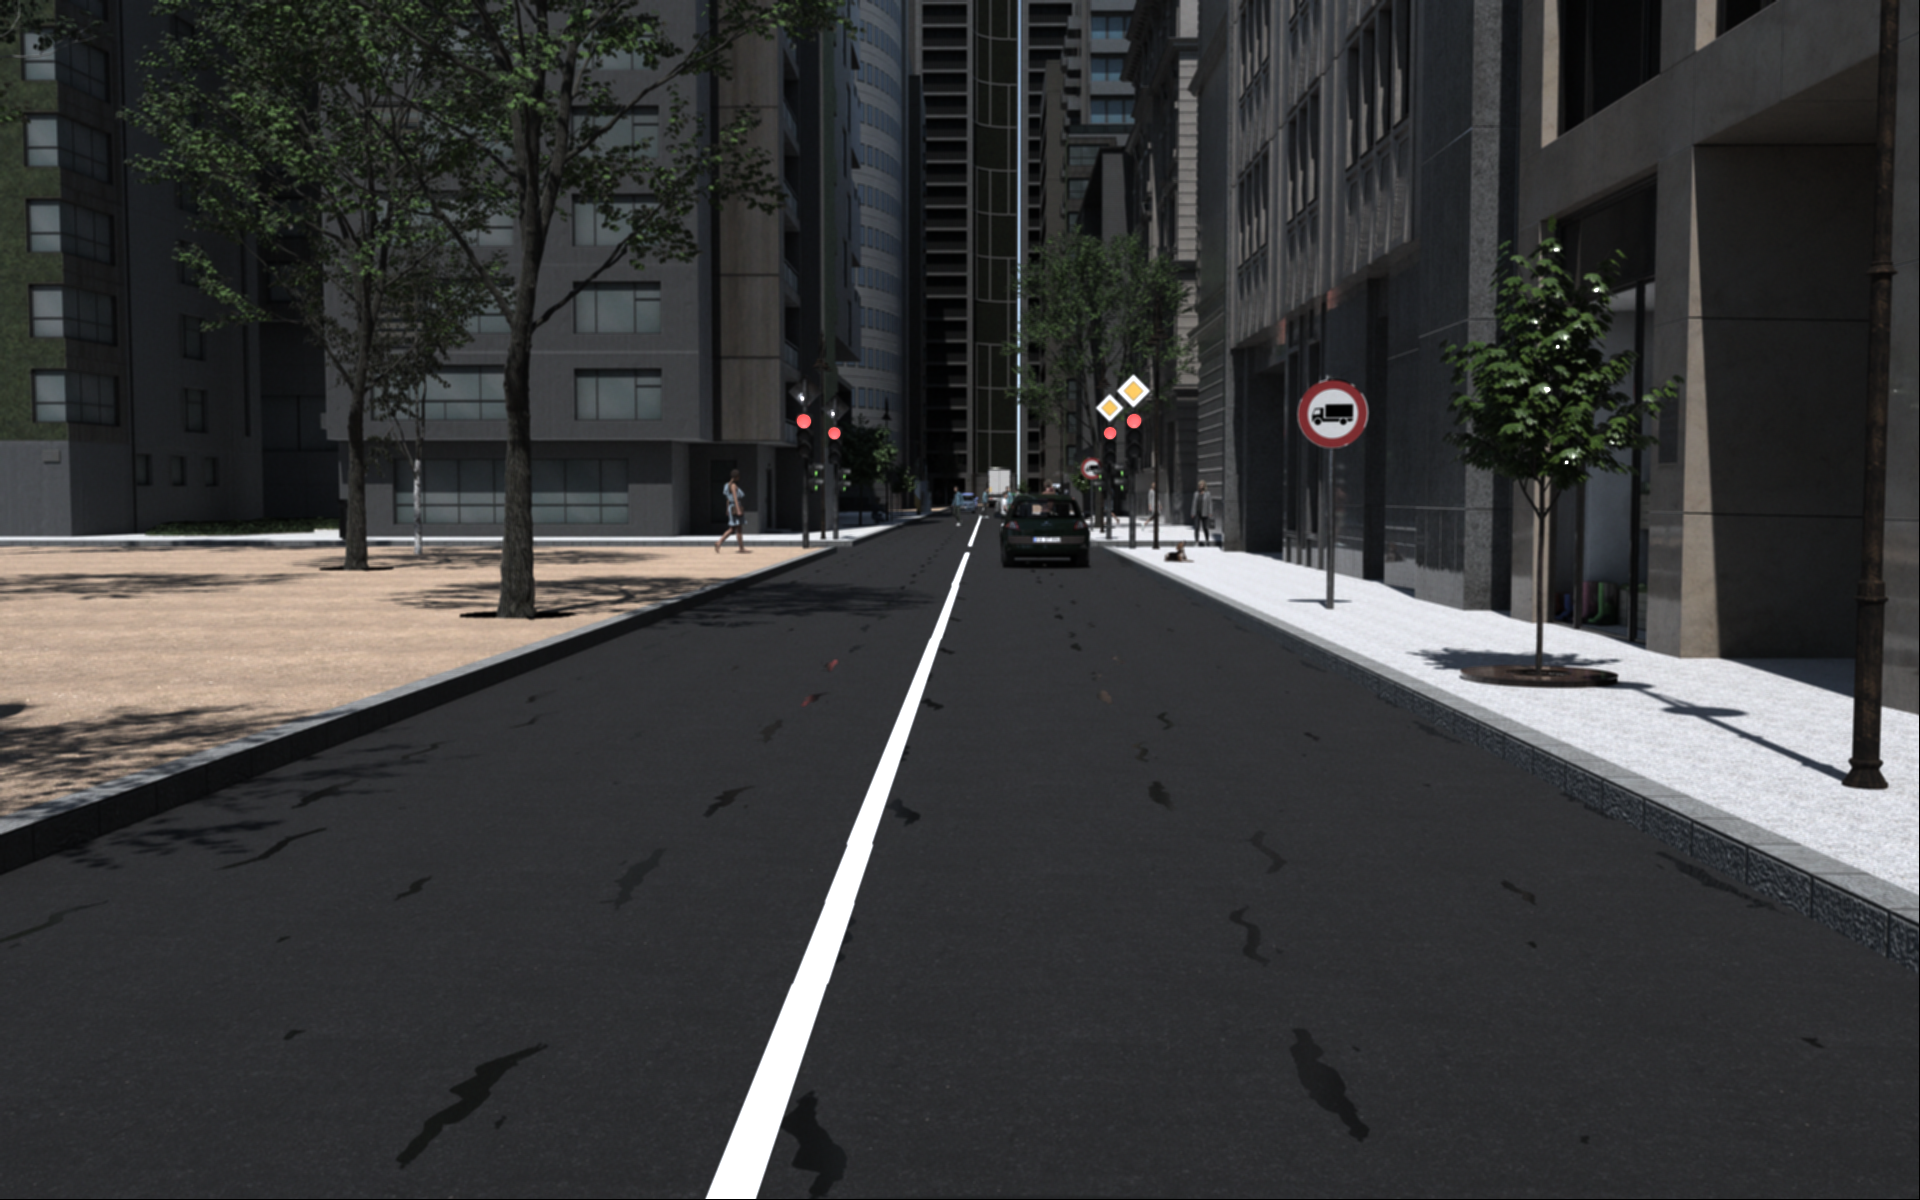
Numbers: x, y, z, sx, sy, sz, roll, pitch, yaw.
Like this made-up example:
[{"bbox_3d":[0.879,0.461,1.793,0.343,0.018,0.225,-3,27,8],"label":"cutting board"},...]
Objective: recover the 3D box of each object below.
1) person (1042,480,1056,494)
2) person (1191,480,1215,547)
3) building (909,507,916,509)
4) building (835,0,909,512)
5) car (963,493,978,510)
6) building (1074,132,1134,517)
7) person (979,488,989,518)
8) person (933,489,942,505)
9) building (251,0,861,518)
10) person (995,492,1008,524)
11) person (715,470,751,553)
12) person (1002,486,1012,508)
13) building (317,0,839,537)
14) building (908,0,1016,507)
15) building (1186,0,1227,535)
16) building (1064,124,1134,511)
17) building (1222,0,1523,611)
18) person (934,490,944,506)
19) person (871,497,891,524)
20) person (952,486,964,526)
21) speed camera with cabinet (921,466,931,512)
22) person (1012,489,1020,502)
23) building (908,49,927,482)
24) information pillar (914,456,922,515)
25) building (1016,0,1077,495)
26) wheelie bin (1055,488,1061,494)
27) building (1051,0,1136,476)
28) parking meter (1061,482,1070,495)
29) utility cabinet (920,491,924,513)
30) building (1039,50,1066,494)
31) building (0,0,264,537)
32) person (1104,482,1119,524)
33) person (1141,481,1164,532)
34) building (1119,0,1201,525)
[{"bbox_3d":[2.454,-2.415,47.953,0.573,1.828,0.580,0,4,-5],"label":"person"},{"bbox_3d":[6.496,-2.280,45.966,0.709,1.800,0.728,2,4,29],"label":"person"},{"bbox_3d":[-14.014,-44.218,161.221,20.563,71.187,20.611,0,4,1],"label":"building"},{"bbox_3d":[-15.218,-36.406,137.242,21.231,58.520,28.212,0,4,1],"label":"building"},{"bbox_3d":[0.705,-9.091,158.231,1.945,1.707,3.694,0,4,1],"label":"car"},{"bbox_3d":[14.998,-17.714,108.685,14.314,24.678,30.058,0,4,1],"label":"building"},{"bbox_3d":[1.467,-5.912,105.183,0.620,1.820,0.660,0,4,3],"label":"person"},{"bbox_3d":[-2.566,-11.642,196.468,1.350,1.814,0.705,3,5,40],"label":"person"},{"bbox_3d":[-19.078,-30.322,85.000,28.713,52.752,27.495,0,4,1],"label":"building"},{"bbox_3d":[1.450,-2.839,57.507,0.503,1.515,0.523,3,5,44],"label":"person"},{"bbox_3d":[-4.908,-1.916,37.469,0.778,1.811,0.616,-1,4,-16],"label":"person"},{"bbox_3d":[2.576,-5.180,93.061,0.638,1.841,0.748,3,5,43],"label":"person"},{"bbox_3d":[-11.650,-22.807,56.487,14.154,41.232,14.086,0,4,1],"label":"building"},{"bbox_3d":[-2.916,-47.734,218.698,20.611,71.187,20.563,0,4,1],"label":"building"},{"bbox_3d":[17.387,-13.824,54.899,19.941,23.489,11.050,0,4,1],"label":"building"},{"bbox_3d":[15.295,-22.432,138.457,14.160,30.474,14.107,0,4,1],"label":"building"},{"bbox_3d":[11.718,-12.851,28.138,12.078,24.808,19.932,0,4,1],"label":"building"},{"bbox_3d":[-2.274,-11.183,189.609,1.217,1.743,0.721,-1,4,-11],"label":"person"},{"bbox_3d":[-3.532,-3.892,75.175,0.738,1.151,1.012,-1,4,-23],"label":"person"},{"bbox_3d":[-0.082,-4.272,78.697,0.444,1.785,0.601,-2,4,-31],"label":"person"},{"bbox_3d":[-2.442,-7.769,121.360,0.660,3.252,2.038,0,4,7],"label":"speed camera with cabinet"},{"bbox_3d":[3.726,-6.312,111.978,0.850,1.792,0.678,2,4,26],"label":"person"},{"bbox_3d":[-14.571,-34.440,186.797,21.600,48.544,21.300,0,4,1],"label":"building"},{"bbox_3d":[-2.594,-7.029,106.270,0.504,3.616,0.183,3,5,45],"label":"information pillar"},{"bbox_3d":[17.919,-47.699,218.128,20.611,71.187,20.563,0,4,1],"label":"building"},{"bbox_3d":[5.267,-5.298,94.522,0.693,1.594,0.980,-1,4,-11],"label":"wheelie bin"},{"bbox_3d":[20.668,-33.064,160.211,23.786,49.044,30.456,0,4,1],"label":"building"},{"bbox_3d":[5.134,-4.813,84.411,0.399,1.863,0.255,-1,4,-11],"label":"parking meter"},{"bbox_3d":[-2.688,-6.719,118.540,0.318,1.500,1.173,1,4,10],"label":"utility cabinet"},{"bbox_3d":[19.556,-34.408,186.274,21.300,48.544,21.600,0,4,1],"label":"building"},{"bbox_3d":[-33.445,-22.896,57.944,14.086,41.232,14.154,0,4,1],"label":"building"},{"bbox_3d":[6.409,-4.105,73.253,0.778,1.811,0.616,2,4,28],"label":"person"},{"bbox_3d":[6.555,-3.191,58.971,0.760,1.731,0.466,1,4,9],"label":"person"},{"bbox_3d":[15.211,-17.993,81.573,14.401,28.519,23.554,0,4,1],"label":"building"}]
